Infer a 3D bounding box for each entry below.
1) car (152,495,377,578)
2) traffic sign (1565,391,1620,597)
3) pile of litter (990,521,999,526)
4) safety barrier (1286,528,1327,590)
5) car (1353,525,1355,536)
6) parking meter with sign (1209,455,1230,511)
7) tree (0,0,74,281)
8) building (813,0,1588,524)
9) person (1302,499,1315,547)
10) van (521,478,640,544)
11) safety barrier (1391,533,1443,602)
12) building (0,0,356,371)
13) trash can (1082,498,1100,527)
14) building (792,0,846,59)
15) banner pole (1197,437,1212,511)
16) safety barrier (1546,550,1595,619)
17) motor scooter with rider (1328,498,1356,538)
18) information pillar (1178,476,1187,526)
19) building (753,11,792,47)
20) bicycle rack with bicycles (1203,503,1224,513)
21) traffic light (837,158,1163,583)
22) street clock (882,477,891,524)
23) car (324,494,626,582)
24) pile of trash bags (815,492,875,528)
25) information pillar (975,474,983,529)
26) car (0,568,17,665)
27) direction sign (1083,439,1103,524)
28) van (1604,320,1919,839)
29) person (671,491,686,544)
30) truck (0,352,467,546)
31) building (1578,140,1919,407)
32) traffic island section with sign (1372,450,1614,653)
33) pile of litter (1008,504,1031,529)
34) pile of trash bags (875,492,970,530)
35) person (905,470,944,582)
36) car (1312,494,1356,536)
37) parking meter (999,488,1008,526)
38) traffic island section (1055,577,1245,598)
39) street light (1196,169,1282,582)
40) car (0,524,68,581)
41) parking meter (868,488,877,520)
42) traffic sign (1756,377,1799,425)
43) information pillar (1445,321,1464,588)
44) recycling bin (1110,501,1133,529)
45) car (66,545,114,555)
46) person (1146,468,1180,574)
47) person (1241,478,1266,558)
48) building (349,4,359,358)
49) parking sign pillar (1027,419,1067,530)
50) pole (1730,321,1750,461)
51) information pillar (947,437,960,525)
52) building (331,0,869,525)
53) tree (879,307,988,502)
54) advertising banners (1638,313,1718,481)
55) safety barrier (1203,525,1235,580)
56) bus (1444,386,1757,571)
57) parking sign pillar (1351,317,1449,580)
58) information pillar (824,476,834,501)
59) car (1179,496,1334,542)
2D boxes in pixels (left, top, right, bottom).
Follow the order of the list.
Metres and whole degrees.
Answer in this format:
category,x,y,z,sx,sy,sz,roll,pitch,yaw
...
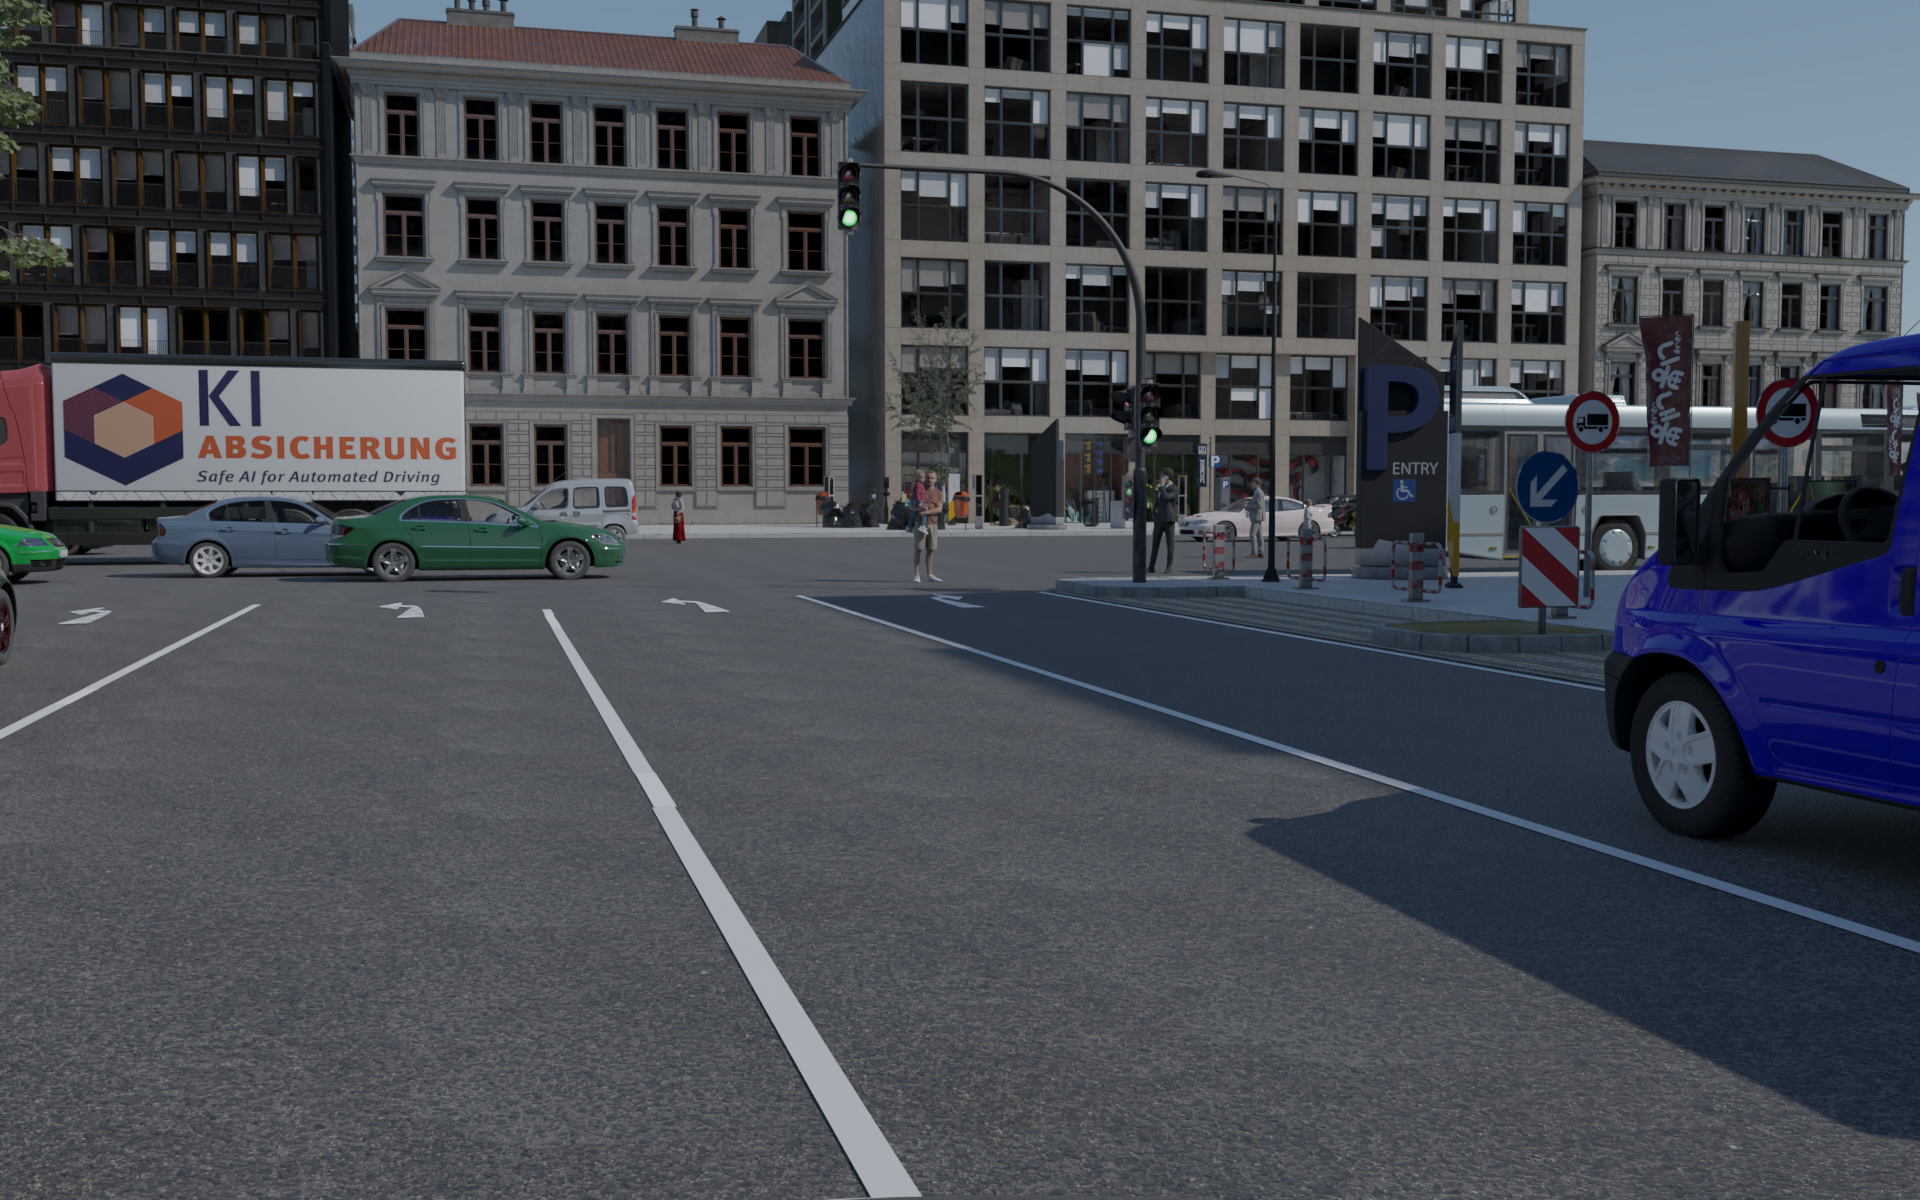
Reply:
category,x,y,z,sx,sy,sz,roll,pitch,yaw
car,-11.797,-1.138,30.604,4.499,1.417,2.014,-1,4,-15
traffic sign,7.804,-1.308,21.492,0.768,2.556,0.104,-1,4,-14
pile of litter,1.942,-3.469,70.690,1.176,0.858,1.719,-2,4,-35
safety barrier,4.663,-0.554,23.327,0.300,0.817,1.120,-1,4,-16
car,12.730,-2.278,46.048,4.718,1.807,1.959,-1,4,-17
parking meter with sign,11.620,-4.927,76.822,0.543,3.016,1.738,-1,4,-15
tree,-12.313,-5.866,16.501,7.486,12.596,7.792,0,3,0
building,10.601,-17.283,87.093,34.151,26.468,19.350,-1,4,-16
person,9.438,-2.085,46.864,0.394,1.301,0.425,0,4,-6
van,-10.652,-2.400,46.256,4.112,2.044,2.013,-1,4,-14
safety barrier,5.423,-0.386,20.587,0.300,0.817,1.120,-1,4,-16
building,-33.468,-14.735,70.597,15.834,23.373,12.332,-1,4,-16
trash can,5.137,-3.442,67.925,0.748,1.137,0.748,0,3,0
building,-4.451,-43.320,146.528,20.563,71.187,20.611,-1,4,-16
banner pole,10.687,-5.223,75.406,0.863,3.779,0.401,-1,4,-20
safety barrier,6.189,-0.219,17.858,0.300,0.817,1.120,-1,4,-16
motor scooter with rider,13.017,-2.945,57.116,1.986,1.779,0.876,-1,4,-16
information pillar,8.906,-3.965,69.326,0.304,2.012,0.304,1,4,15
building,-12.415,-31.420,163.825,14.600,45.320,14.200,-1,4,-16
bicycle rack with bicycles,11.132,-3.401,68.980,2.925,0.926,2.852,-2,4,-30
traffic light,0.578,-3.037,24.321,4.771,5.953,1.251,-1,4,-16
street clock,-3.105,-4.192,73.105,0.358,2.002,0.471,0,4,-2
car,-8.154,-1.072,29.330,4.920,1.459,2.131,-1,4,-17
pile of trash bags,-4.600,-3.492,66.843,1.912,1.369,3.447,-3,4,-36
information pillar,0.708,-3.647,64.117,0.304,2.012,0.304,0,4,3
car,-8.540,-0.203,13.111,2.009,1.686,4.222,-1,4,-14
direction sign,5.438,-4.820,70.804,0.876,3.537,0.379,-1,4,-22
van,4.323,-0.082,5.732,2.240,2.365,5.245,-1,4,-14
person,-8.156,-2.401,50.230,0.387,1.526,0.523,-2,4,-34
truck,-16.083,-2.878,35.967,11.283,4.237,2.839,-1,4,-16
building,37.720,-13.756,89.535,19.286,19.102,10.561,-1,4,-16
traffic island section with sign,5.033,-0.479,16.459,1.989,1.847,2.006,-1,4,-16
pile of litter,2.595,-3.096,64.582,1.176,0.858,1.719,-3,5,-39
pile of trash bags,-1.021,-3.185,61.827,3.447,1.369,1.912,3,5,40
person,-0.595,-1.206,28.187,0.573,1.828,0.580,2,4,28
car,13.062,-3.052,59.679,4.222,1.686,2.009,-1,4,-17
parking meter,1.749,-3.720,69.235,0.372,1.533,0.369,0,3,0
traffic island section,2.610,-0.175,25.145,2.009,0.180,2.903,-1,4,-16
street light,4.037,-3.212,25.052,1.470,5.913,1.316,-1,4,-16
car,-16.765,-1.137,27.383,4.718,1.807,1.959,-1,4,-16
parking meter,-3.661,-3.941,72.844,0.372,1.533,0.369,0,3,0
traffic sign,9.048,-1.158,19.040,0.768,2.556,0.104,-1,4,-10
information pillar,6.770,-1.978,23.690,0.183,3.616,0.504,0,4,5
recycling bin,6.063,-3.164,64.294,0.722,1.027,0.722,3,5,41
car,-22.267,-1.898,40.826,4.222,1.686,2.009,-1,4,-14
person,3.647,-1.429,31.228,0.474,1.900,0.648,-3,5,-43
person,6.579,-1.846,38.884,0.583,1.804,0.606,0,4,1
building,-91.089,-55.709,223.509,31.000,86.520,22.319,-1,4,-16
parking sign pillar,3.156,-4.530,62.540,1.447,3.967,1.447,-3,5,-42
pole,9.222,-1.632,20.521,0.158,3.312,0.155,0,3,0
information pillar,-0.262,-4.863,70.866,0.504,3.616,0.183,-1,4,-20
building,-15.559,-14.633,75.407,21.152,22.565,11.583,-1,4,-16
tree,-0.868,-7.154,67.326,4.360,8.622,3.978,0,3,0
advertising banners,7.496,-1.242,16.498,2.074,3.025,0.090,3,4,38
safety barrier,3.891,-0.721,26.060,0.300,0.817,1.120,-1,4,-16
bus,14.112,-2.258,31.771,13.247,3.499,2.948,-1,4,-14
parking sign pillar,6.722,-2.317,26.355,1.447,3.967,1.447,0,4,2
information pillar,-5.382,-4.080,71.196,0.304,2.012,0.304,3,5,40
car,9.014,-2.469,52.733,4.827,1.381,2.083,-1,4,-17
